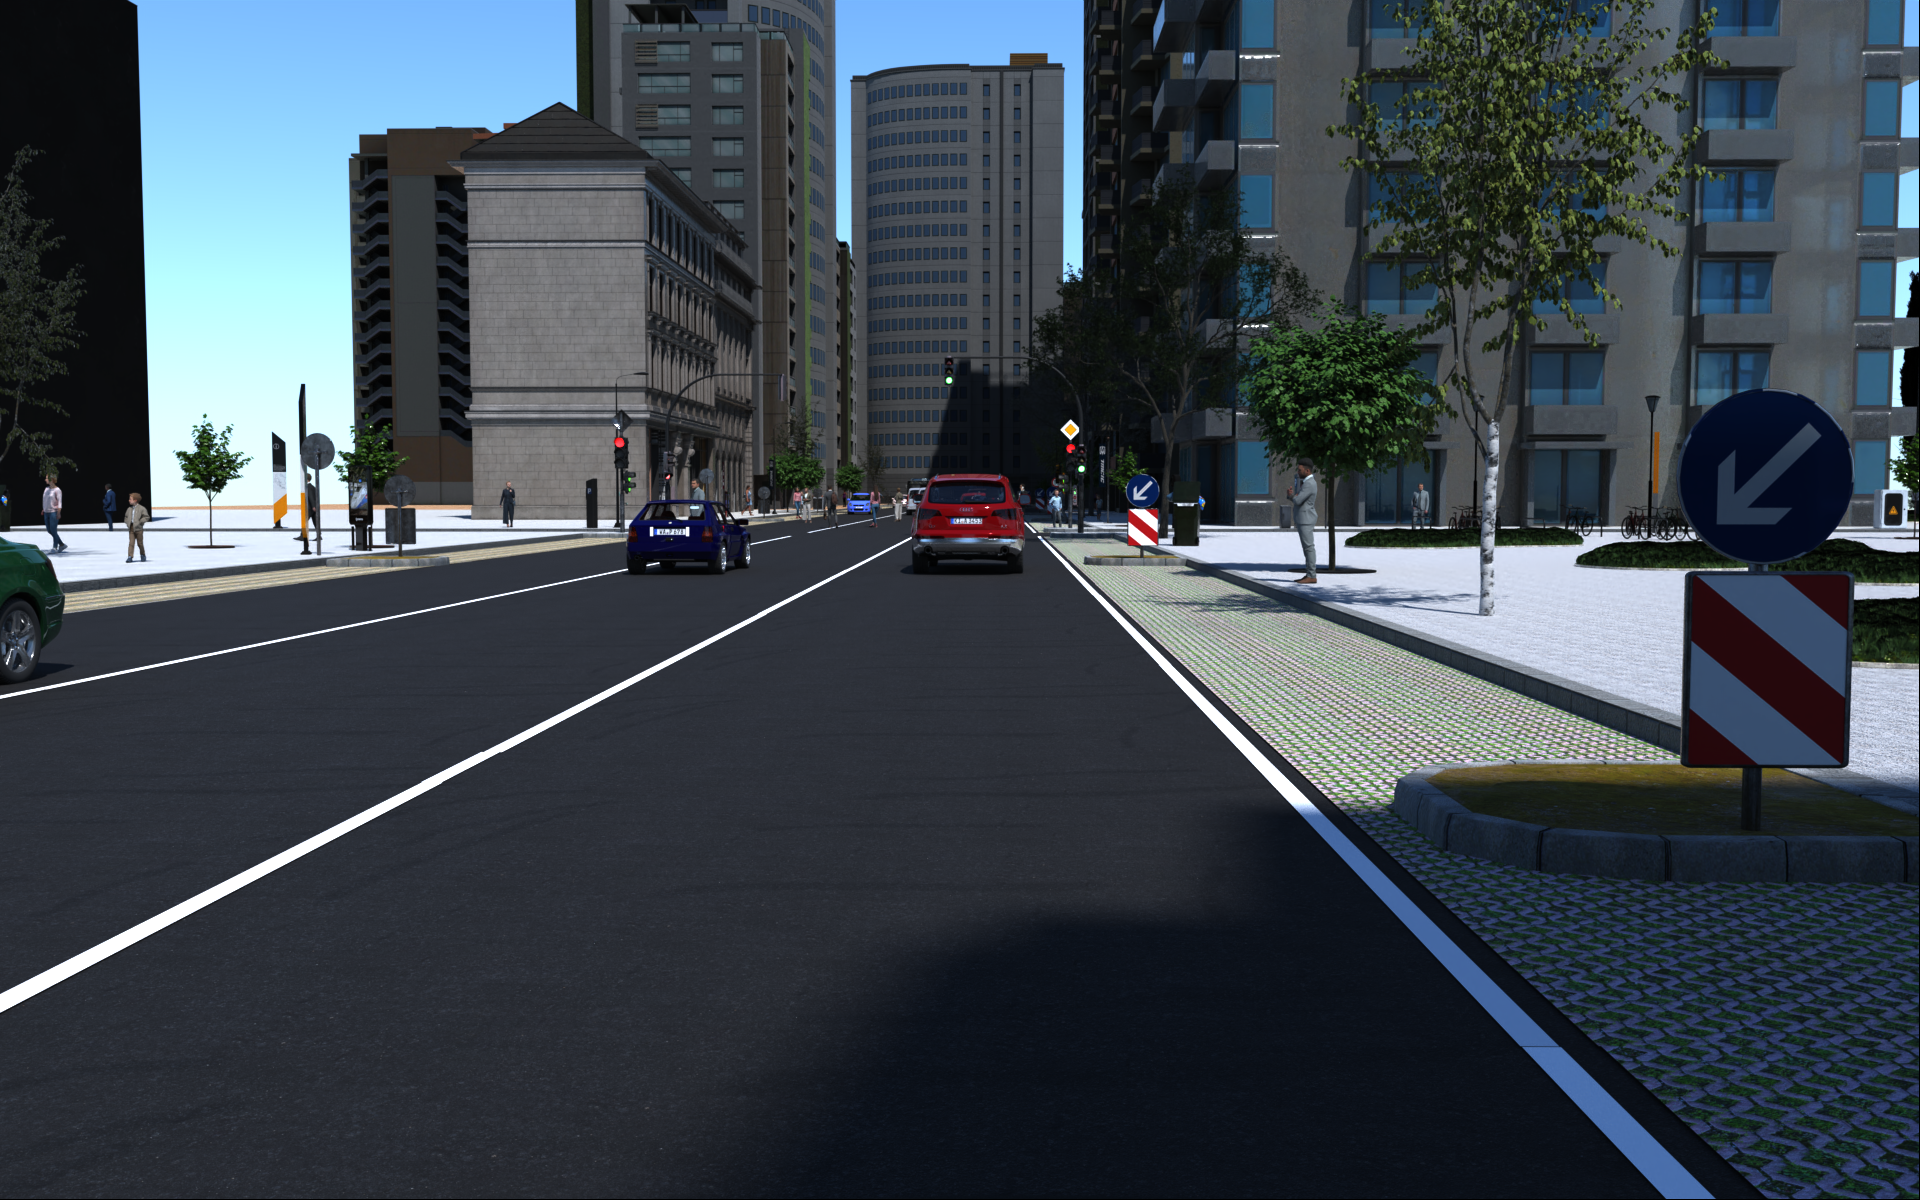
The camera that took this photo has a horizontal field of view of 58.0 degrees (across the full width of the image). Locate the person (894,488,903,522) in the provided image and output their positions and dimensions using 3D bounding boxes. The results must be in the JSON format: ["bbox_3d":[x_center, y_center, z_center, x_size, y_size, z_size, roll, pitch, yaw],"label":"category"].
[{"bbox_3d":[-3.217,-4.970,90.308,0.519,1.759,0.362,-3,5,-42],"label":"person"}]

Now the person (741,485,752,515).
[{"bbox_3d":[-12.627,-5.915,102.851,0.778,1.811,0.616,0,4,6],"label":"person"}]

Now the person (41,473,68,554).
[{"bbox_3d":[-19.571,-1.878,37.426,0.731,1.740,0.598,1,4,18],"label":"person"}]

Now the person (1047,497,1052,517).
[{"bbox_3d":[5.076,-5.378,96.628,0.606,1.804,0.583,2,4,31],"label":"person"}]

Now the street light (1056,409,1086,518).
[{"bbox_3d":[6.145,-7.446,94.289,1.470,5.913,1.316,0,4,1],"label":"street light"}]

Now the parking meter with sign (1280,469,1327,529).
[{"bbox_3d":[12.768,-4.158,64.251,1.738,3.016,0.543,0,4,-3],"label":"parking meter with sign"}]

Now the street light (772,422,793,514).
[{"bbox_3d":[-11.429,-8.500,111.514,1.470,5.913,1.316,0,4,1],"label":"street light"}]

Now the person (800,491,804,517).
[{"bbox_3d":[-9.998,-6.071,109.571,0.589,1.601,0.330,1,4,15],"label":"person"}]

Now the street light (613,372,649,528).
[{"bbox_3d":[-12.533,-5.716,65.995,1.470,5.913,1.316,0,4,1],"label":"street light"}]

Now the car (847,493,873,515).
[{"bbox_3d":[-6.958,-6.867,121.871,1.945,1.707,3.694,0,4,2],"label":"car"}]

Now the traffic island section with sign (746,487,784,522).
[{"bbox_3d":[-10.207,-4.994,90.272,1.989,1.847,2.006,0,4,1],"label":"traffic island section with sign"}]

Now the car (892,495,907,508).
[{"bbox_3d":[-6.119,-10.373,181.959,2.083,1.381,4.827,0,4,-1],"label":"car"}]

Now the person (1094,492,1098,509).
[{"bbox_3d":[11.487,-8.366,146.058,0.421,1.427,0.697,0,4,-1],"label":"person"}]

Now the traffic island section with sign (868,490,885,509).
[{"bbox_3d":[-8.557,-9.704,167.288,1.989,1.847,2.006,0,4,1],"label":"traffic island section with sign"}]

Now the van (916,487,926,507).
[{"bbox_3d":[-1.939,-6.348,110.796,2.013,2.044,4.112,0,4,1],"label":"van"}]

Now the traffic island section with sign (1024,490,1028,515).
[{"bbox_3d":[5.299,-6.660,117.519,1.989,1.847,2.006,0,4,1],"label":"traffic island section with sign"}]

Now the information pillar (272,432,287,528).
[{"bbox_3d":[-25.458,-4.490,64.763,0.504,3.616,0.183,-2,4,-28],"label":"information pillar"}]

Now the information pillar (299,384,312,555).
[{"bbox_3d":[-13.860,-2.766,36.577,0.183,3.616,0.504,-1,4,-13],"label":"information pillar"}]

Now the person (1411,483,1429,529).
[{"bbox_3d":[15.910,-3.141,59.959,0.635,1.810,0.391,1,4,22],"label":"person"}]

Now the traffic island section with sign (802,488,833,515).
[{"bbox_3d":[-9.623,-6.654,117.422,1.989,1.847,2.006,0,4,1],"label":"traffic island section with sign"}]

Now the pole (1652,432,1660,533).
[{"bbox_3d":[22.890,-3.861,56.977,0.158,3.312,0.155,0,3,0],"label":"pole"}]

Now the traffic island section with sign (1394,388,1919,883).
[{"bbox_3d":[2.938,0.082,7.295,1.989,1.847,2.006,0,4,1],"label":"traffic island section with sign"}]

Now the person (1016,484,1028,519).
[{"bbox_3d":[2.767,-4.355,79.069,0.648,1.900,0.474,1,4,18],"label":"person"}]

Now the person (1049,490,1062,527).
[{"bbox_3d":[3.740,-3.485,67.287,0.589,1.601,0.330,-1,4,-15],"label":"person"}]

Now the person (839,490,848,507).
[{"bbox_3d":[-11.647,-10.211,173.674,1.217,1.739,0.721,3,5,45],"label":"person"}]

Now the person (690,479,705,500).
[{"bbox_3d":[-6.433,-2.064,42.349,0.391,1.810,0.635,-3,4,-36],"label":"person"}]

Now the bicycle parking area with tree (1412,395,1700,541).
[{"bbox_3d":[17.535,-3.868,50.249,8.231,4.147,9.016,1,4,11],"label":"bicycle parking area with tree"}]

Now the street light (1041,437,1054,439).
[{"bbox_3d":[7.279,-10.255,140.212,1.470,5.913,1.316,0,4,1],"label":"street light"}]

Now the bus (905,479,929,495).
[{"bbox_3d":[-4.666,-12.499,199.216,2.948,3.499,13.247,0,4,0],"label":"bus"}]

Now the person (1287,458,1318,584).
[{"bbox_3d":[4.923,-1.146,24.956,0.466,1.800,0.511,0,4,-4],"label":"person"}]

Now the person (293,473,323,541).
[{"bbox_3d":[-17.779,-2.531,47.194,0.755,1.850,0.659,0,4,2],"label":"person"}]

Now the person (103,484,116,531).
[{"bbox_3d":[-30.590,-3.280,62.305,0.419,1.800,0.721,-1,4,-16],"label":"person"}]

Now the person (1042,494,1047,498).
[{"bbox_3d":[8.888,-10.946,185.022,1.348,1.823,0.705,0,4,-6],"label":"person"}]

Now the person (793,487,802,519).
[{"bbox_3d":[-9.441,-5.626,100.502,0.555,1.821,0.388,-3,5,-39],"label":"person"}]

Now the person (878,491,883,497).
[{"bbox_3d":[-10.343,-12.948,220.183,1.348,1.826,0.705,1,4,13],"label":"person"}]

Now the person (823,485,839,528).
[{"bbox_3d":[-5.415,-3.933,72.771,0.622,1.834,0.822,-1,4,-15],"label":"person"}]

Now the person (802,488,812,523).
[{"bbox_3d":[-7.658,-4.729,86.373,0.519,1.759,0.362,1,4,14],"label":"person"}]

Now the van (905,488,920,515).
[{"bbox_3d":[-2.766,-6.792,118.053,2.013,2.044,4.112,0,4,1],"label":"van"}]

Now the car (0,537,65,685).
[{"bbox_3d":[-8.042,0.003,11.755,2.131,1.459,4.920,0,4,1],"label":"car"}]

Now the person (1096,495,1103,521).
[{"bbox_3d":[6.711,-4.443,83.362,0.332,1.250,0.352,2,4,23],"label":"person"}]

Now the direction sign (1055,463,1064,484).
[{"bbox_3d":[7.369,-8.242,126.748,0.876,3.537,0.379,-2,4,-28],"label":"direction sign"}]

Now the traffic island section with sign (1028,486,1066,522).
[{"bbox_3d":[4.719,-5.002,90.408,1.989,1.847,2.006,0,4,1],"label":"traffic island section with sign"}]

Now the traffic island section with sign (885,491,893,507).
[{"bbox_3d":[-7.988,-11.355,194.285,1.989,1.847,2.006,0,4,1],"label":"traffic island section with sign"}]

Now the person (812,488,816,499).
[{"bbox_3d":[-12.177,-8.542,146.236,0.617,1.759,0.750,0,4,-5],"label":"person"}]

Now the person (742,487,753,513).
[{"bbox_3d":[-14.257,-6.706,115.779,0.850,1.850,0.679,2,4,27],"label":"person"}]

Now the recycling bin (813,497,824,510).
[{"bbox_3d":[-11.446,-7.808,140.216,0.722,1.027,0.722,1,4,13],"label":"recycling bin"}]

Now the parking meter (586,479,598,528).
[{"bbox_3d":[-13.863,-3.638,65.194,0.399,1.863,0.255,2,4,33],"label":"parking meter"}]

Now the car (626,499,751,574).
[{"bbox_3d":[-4.992,-1.203,32.248,1.945,1.354,3.894,0,4,3],"label":"car"}]

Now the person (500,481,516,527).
[{"bbox_3d":[-17.412,-3.685,66.712,0.576,1.772,0.534,-2,4,-27],"label":"person"}]

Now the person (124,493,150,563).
[{"bbox_3d":[-15.468,-1.360,32.550,0.475,1.303,0.640,0,4,-6],"label":"person"}]

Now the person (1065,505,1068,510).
[{"bbox_3d":[8.082,-7.972,136.663,0.850,1.792,0.678,-1,4,-21],"label":"person"}]

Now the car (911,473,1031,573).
[{"bbox_3d":[0.203,-1.479,32.861,2.281,1.827,5.304,0,4,2],"label":"car"}]

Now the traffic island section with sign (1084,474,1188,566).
[{"bbox_3d":[3.541,-1.626,35.208,1.989,1.847,2.006,0,4,1],"label":"traffic island section with sign"}]

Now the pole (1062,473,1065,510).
[{"bbox_3d":[7.135,-7.681,119.432,0.158,3.312,0.155,0,3,0],"label":"pole"}]

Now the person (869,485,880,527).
[{"bbox_3d":[-3.655,-4.045,74.639,0.555,1.821,0.388,-3,5,-43],"label":"person"}]

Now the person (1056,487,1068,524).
[{"bbox_3d":[4.890,-4.578,83.618,0.850,1.792,0.678,0,4,3],"label":"person"}]
